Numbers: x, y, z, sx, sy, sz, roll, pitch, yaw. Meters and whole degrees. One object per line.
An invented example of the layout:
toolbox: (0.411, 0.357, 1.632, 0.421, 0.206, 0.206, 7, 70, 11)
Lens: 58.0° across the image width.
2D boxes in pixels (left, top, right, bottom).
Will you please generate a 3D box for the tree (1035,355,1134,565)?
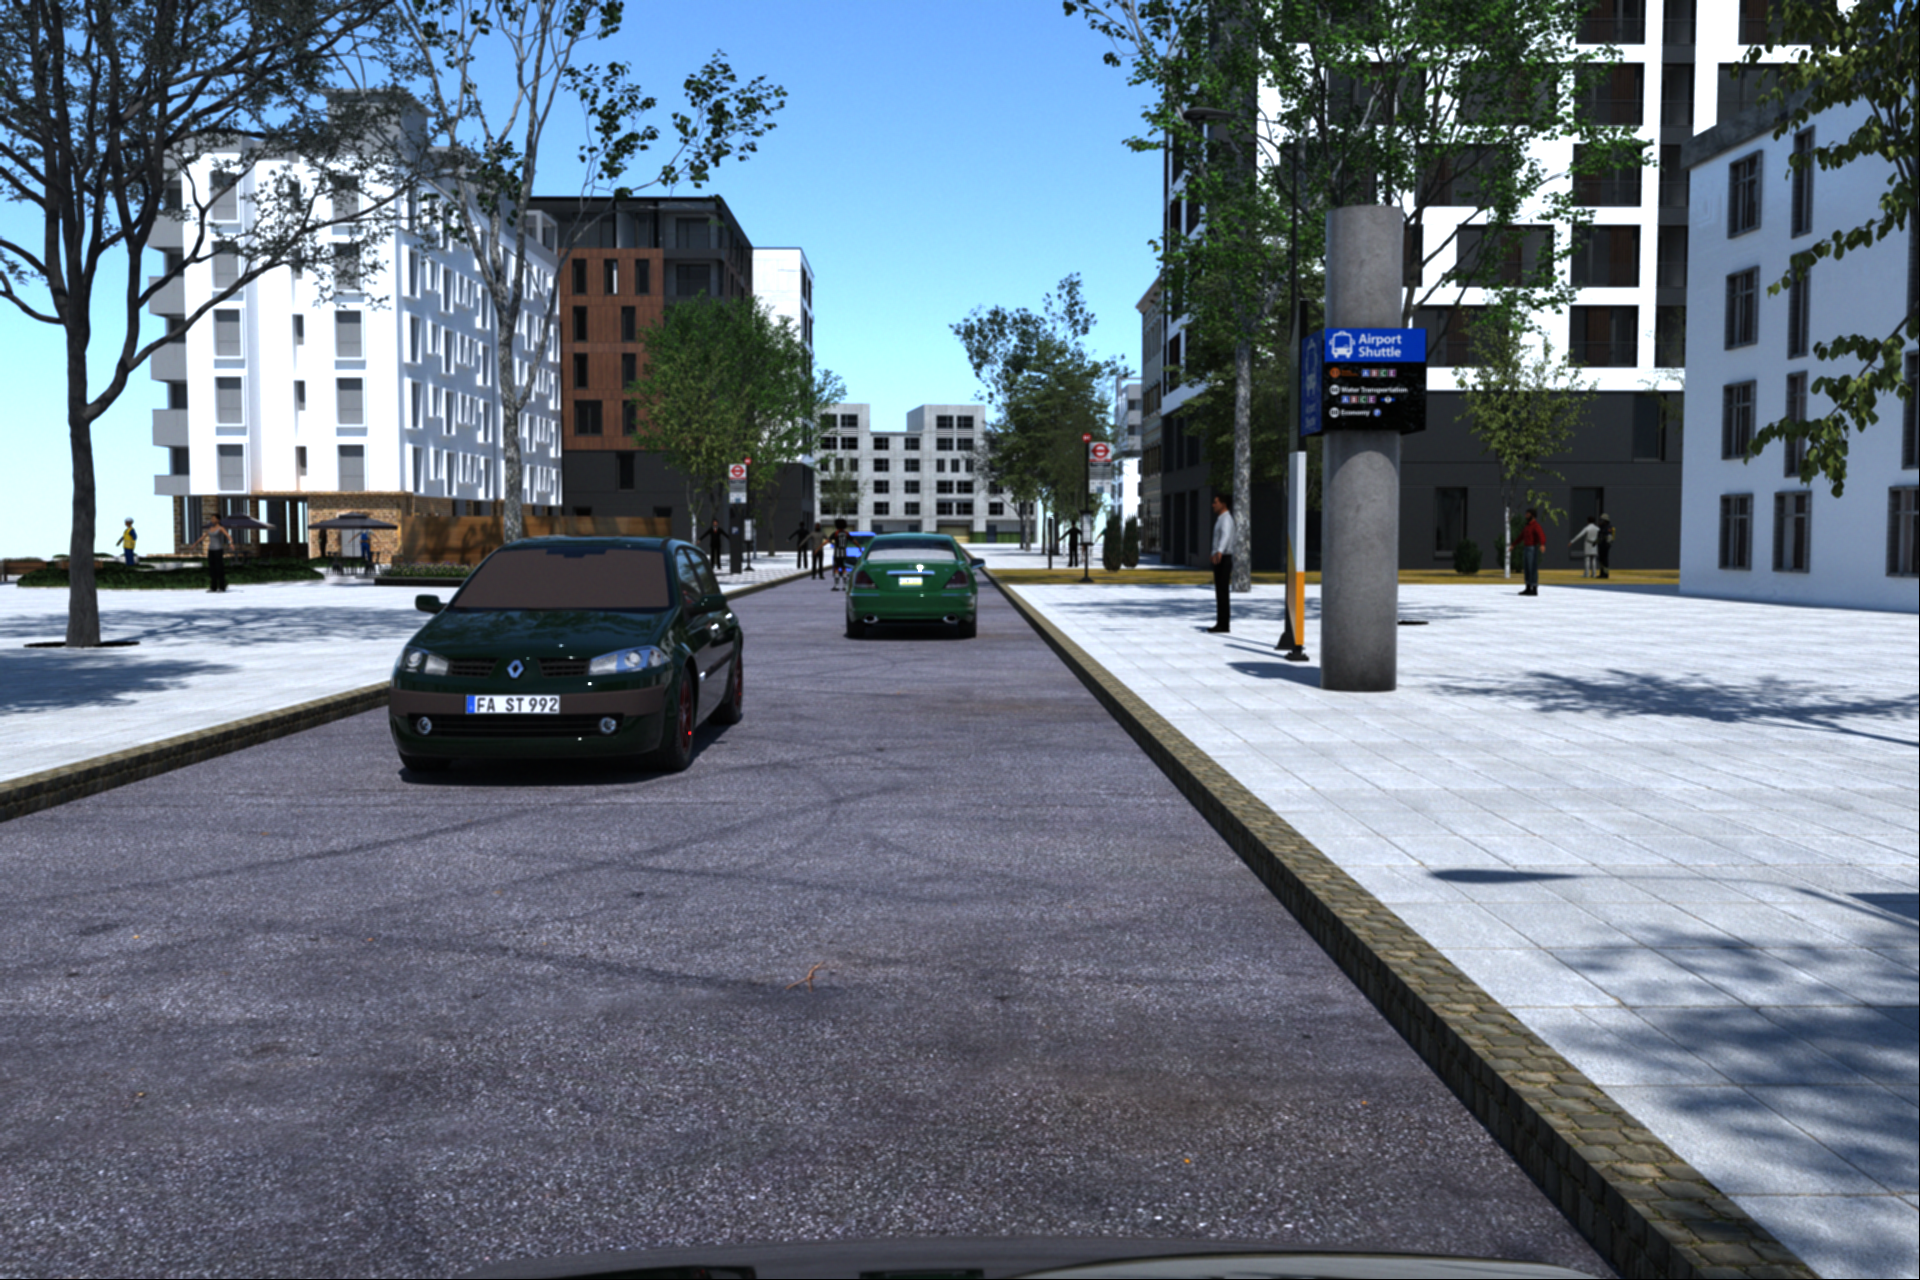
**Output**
tree: (5.481, -7.376, 70.960, 4.360, 8.622, 3.978, 0, 3, 0)

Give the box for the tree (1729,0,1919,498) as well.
tree: (6.084, -3.636, 9.819, 4.737, 8.622, 4.395, 0, 3, 0)

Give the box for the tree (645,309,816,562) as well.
tree: (-10.373, -9.436, 80.041, 9.928, 11.665, 9.643, 0, 3, 0)

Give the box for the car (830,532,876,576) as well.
car: (-3.451, -3.050, 59.457, 1.945, 1.707, 3.694, 0, 4, -1)

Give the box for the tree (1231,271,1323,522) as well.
tree: (9.269, -6.027, 48.904, 4.360, 8.622, 3.978, 0, 3, 0)

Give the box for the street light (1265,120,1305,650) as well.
street light: (4.203, -2.845, 19.054, 1.470, 5.913, 1.316, 0, 4, -1)

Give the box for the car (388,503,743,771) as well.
car: (-2.511, -0.118, 11.719, 2.009, 1.686, 4.222, 0, 4, 0)

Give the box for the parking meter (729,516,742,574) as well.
parking meter: (-7.250, -3.067, 55.859, 0.399, 1.863, 0.255, 0, 4, 0)

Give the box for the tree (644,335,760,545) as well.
tree: (-9.810, -7.023, 65.195, 4.737, 8.622, 4.395, 0, 3, 0)

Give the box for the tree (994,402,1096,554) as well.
tree: (5.672, -10.805, 111.070, 7.601, 10.594, 8.767, -2, 4, -32)

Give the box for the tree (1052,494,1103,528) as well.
tree: (16.331, -19.829, 242.336, 7.486, 12.596, 7.792, 0, 3, 0)

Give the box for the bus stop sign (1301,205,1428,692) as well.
bus stop sign: (3.297, -1.542, 14.233, 0.837, 3.901, 0.837, 0, 4, 0)

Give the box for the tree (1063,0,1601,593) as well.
tree: (7.366, -11.051, 36.581, 12.611, 20.169, 13.585, 0, 3, 0)

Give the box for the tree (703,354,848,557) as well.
tree: (-10.426, -10.468, 96.911, 9.928, 11.665, 9.643, 0, 3, 0)

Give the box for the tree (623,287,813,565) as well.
tree: (-10.134, -8.934, 71.833, 9.928, 11.665, 9.643, 0, 3, 0)

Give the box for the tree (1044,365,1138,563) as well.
tree: (5.128, -7.703, 76.301, 4.360, 8.622, 3.978, 0, 3, 0)

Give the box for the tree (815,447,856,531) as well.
tree: (-10.025, -11.809, 143.446, 4.360, 8.622, 3.978, 0, 3, 0)

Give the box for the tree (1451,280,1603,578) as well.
tree: (15.971, -6.091, 49.954, 4.737, 8.622, 4.395, 0, 3, 0)

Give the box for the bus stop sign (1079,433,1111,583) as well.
bus stop sign: (3.580, -3.501, 45.938, 0.855, 3.939, 0.416, 0, 4, 0)

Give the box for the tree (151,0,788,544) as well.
tree: (-9.861, -11.023, 36.118, 12.611, 20.169, 13.585, 0, 3, 0)

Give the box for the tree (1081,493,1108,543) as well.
tree: (18.061, -17.447, 235.619, 4.737, 8.622, 4.395, 0, 3, 0)

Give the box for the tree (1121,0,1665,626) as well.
tree: (6.063, -6.041, 24.519, 9.928, 11.665, 9.643, 0, 3, 0)

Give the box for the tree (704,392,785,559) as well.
tree: (-10.629, -8.405, 87.786, 4.737, 8.622, 4.395, 0, 3, 0)

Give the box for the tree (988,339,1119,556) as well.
tree: (5.537, -11.223, 101.618, 7.486, 12.596, 7.792, 0, 3, 0)

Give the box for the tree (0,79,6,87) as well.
tree: (-9.348, -5.538, 8.671, 7.486, 12.596, 7.792, 0, 3, 0)

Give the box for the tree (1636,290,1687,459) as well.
tree: (22.497, -6.279, 53.026, 4.360, 8.622, 3.978, 0, 3, 0)

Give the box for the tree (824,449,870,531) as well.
tree: (-10.067, -12.174, 149.404, 4.360, 8.622, 3.978, 0, 3, 0)

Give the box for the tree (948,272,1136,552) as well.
tree: (5.885, -16.501, 125.674, 12.611, 20.169, 13.585, 0, 3, 0)

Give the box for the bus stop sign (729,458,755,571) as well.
bus stop sign: (-7.606, -4.387, 60.427, 0.855, 3.939, 0.416, 0, 4, 1)

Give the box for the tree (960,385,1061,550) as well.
tree: (5.008, -14.196, 142.473, 12.009, 13.543, 11.850, 0, 3, 0)

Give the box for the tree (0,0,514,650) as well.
tree: (-9.883, -6.672, 19.449, 12.009, 13.543, 11.850, 0, 3, 0)

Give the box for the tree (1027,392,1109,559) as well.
tree: (5.146, -8.488, 89.144, 4.360, 8.622, 3.978, 0, 3, 0)

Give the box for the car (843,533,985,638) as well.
car: (-0.680, -0.833, 25.420, 2.131, 1.459, 4.920, 0, 4, -1)

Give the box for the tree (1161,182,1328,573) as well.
tree: (10.366, -8.476, 56.712, 7.486, 12.596, 7.792, 0, 3, 0)
